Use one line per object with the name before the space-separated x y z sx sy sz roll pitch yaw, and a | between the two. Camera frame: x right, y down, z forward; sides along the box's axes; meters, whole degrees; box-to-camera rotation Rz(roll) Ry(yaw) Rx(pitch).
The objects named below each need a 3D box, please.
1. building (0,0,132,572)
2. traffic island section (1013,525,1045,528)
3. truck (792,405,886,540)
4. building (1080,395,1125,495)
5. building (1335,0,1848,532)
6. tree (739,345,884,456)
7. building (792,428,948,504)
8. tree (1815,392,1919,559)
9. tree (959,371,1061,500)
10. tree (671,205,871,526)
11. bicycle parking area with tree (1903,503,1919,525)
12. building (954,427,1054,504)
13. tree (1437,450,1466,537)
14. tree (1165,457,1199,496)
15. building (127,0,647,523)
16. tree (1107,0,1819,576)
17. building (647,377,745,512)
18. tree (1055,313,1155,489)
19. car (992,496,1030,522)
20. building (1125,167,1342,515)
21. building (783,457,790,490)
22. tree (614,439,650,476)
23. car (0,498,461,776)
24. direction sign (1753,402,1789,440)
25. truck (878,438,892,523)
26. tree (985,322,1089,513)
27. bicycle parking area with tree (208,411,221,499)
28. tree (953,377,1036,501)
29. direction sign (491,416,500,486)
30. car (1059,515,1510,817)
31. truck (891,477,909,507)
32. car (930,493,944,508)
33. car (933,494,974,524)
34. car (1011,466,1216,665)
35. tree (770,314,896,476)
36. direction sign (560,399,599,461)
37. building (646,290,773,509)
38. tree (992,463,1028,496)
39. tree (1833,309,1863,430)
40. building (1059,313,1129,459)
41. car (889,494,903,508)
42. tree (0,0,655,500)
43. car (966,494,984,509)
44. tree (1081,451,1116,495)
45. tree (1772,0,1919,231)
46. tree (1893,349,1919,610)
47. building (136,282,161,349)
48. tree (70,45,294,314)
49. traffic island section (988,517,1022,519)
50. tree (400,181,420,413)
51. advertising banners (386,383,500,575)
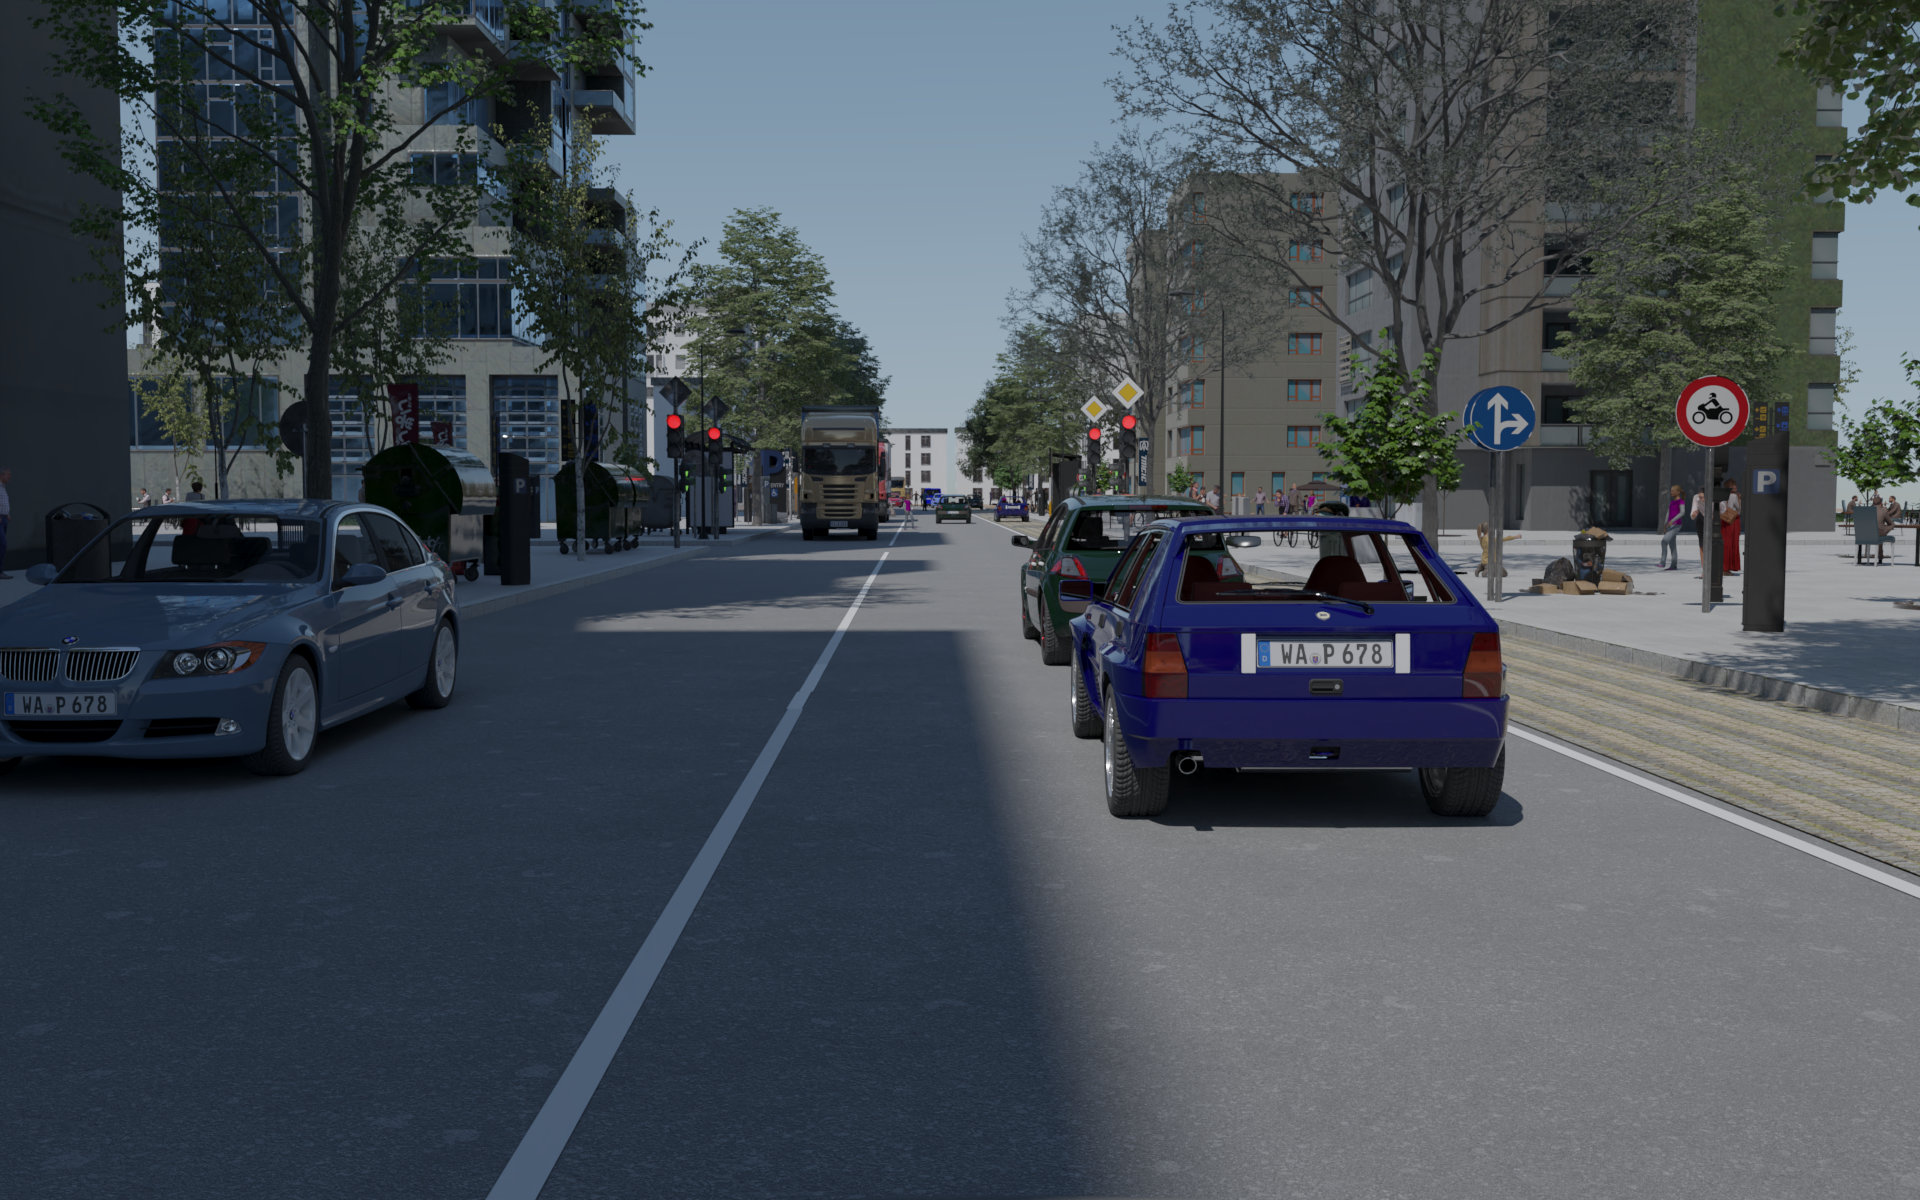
building | -26.197 -24.303 21.060 21.600 48.544 21.300 0 4 -1
traffic island section | 3.259 -3.136 74.134 1.991 0.108 1.994 0 4 -1
truck | -3.900 -4.170 57.093 2.839 4.237 11.283 0 4 -3
building | 15.929 -12.527 146.969 9.099 9.664 28.070 0 4 -1
building | 22.616 -23.279 64.200 14.086 41.232 14.154 0 4 -1
tree | -8.989 -10.272 102.356 8.767 10.594 7.601 -2 4 -28
building | -15.605 -17.056 221.013 28.070 9.664 9.099 0 4 -1
tree | 18.340 -2.453 34.712 1.663 3.219 1.824 0 3 0
tree | 4.614 -12.083 131.976 7.601 10.594 8.767 -3 5 -40
tree | -7.677 -9.207 68.661 7.486 12.596 7.792 0 3 0
bicycle parking area with tree | 40.282 -4.907 67.226 8.231 4.147 9.016 2 4 24
building | 13.327 -17.111 221.912 28.070 9.664 9.099 0 4 -1
tree | 14.703 -3.538 52.456 1.663 3.219 1.824 0 3 0
tree | 11.462 -5.884 90.807 1.663 3.219 1.824 0 3 0
building | -28.073 -47.460 88.646 22.319 86.520 31.000 0 4 -1
tree | 7.408 -7.153 27.317 12.009 13.543 11.850 0 3 0
building | -21.686 -12.004 138.408 9.099 9.664 28.070 0 4 -1
tree | 5.683 -7.369 70.840 4.360 8.622 3.978 0 3 0
car | 2.635 -4.681 89.119 1.945 1.354 3.894 0 4 -1
building | 25.822 -16.092 108.138 27.650 21.520 28.899 0 4 -1
building | -33.044 -15.059 188.354 28.070 9.664 9.099 0 4 -1
tree | -11.742 -4.047 60.762 1.663 3.219 1.824 0 3 0
car | -4.271 0.103 10.311 2.014 1.417 4.499 0 4 -1
direction sign | 19.937 -3.098 42.656 0.876 3.537 0.379 0 4 -1
truck | -4.888 -6.151 89.490 2.839 4.237 11.283 0 4 -1
tree | 5.335 -12.033 114.862 7.486 12.596 7.792 0 3 0
bicycle parking area with tree | -28.143 -4.398 58.912 8.231 4.147 9.016 -1 4 -15
tree | 3.929 -15.258 166.468 9.611 12.733 9.660 0 3 0
direction sign | -13.543 -3.585 50.612 0.379 3.537 0.876 0 4 -1
car | 1.517 0.217 9.039 1.945 1.354 3.894 0 4 0
truck | -7.436 -12.038 192.746 3.469 3.379 9.791 0 4 -3
car | -2.043 -10.123 175.109 1.945 1.707 3.694 0 4 -3
car | -0.307 -4.577 84.626 2.009 1.686 4.222 0 4 1
car | 1.504 -0.375 15.921 2.009 1.686 4.222 0 4 -1
tree | -9.415 -13.320 124.441 9.857 13.997 8.962 0 3 0
direction sign | -9.097 -3.027 41.489 0.876 3.537 0.379 0 4 -8
building | -25.825 -18.426 157.687 16.016 20.091 11.380 0 4 -1
tree | 4.569 -10.661 158.022 4.285 4.588 4.351 0 3 0
tree | 32.580 -7.119 66.765 4.737 8.622 4.395 0 3 0
building | 19.783 -19.026 177.527 16.747 18.905 31.486 0 4 -1
car | -6.926 -10.348 178.226 2.155 1.783 4.494 0 4 -2
tree | -6.842 -5.676 18.557 9.928 11.665 9.643 0 3 0
car | 1.202 -8.869 154.793 2.009 1.686 4.222 0 4 -1
tree | 6.257 -5.095 77.905 1.663 3.219 1.824 0 3 0
tree | 6.891 -5.498 8.021 7.486 12.596 7.792 0 3 0
tree | 11.140 -1.513 19.335 1.663 3.219 1.824 0 3 0
building | -63.173 -20.404 177.581 32.646 21.610 27.936 0 4 -1
tree | -12.376 -4.798 28.810 4.737 8.622 4.395 0 3 0
traffic island section | 2.646 -4.783 101.071 1.991 0.108 1.994 0 4 -1
tree | -12.656 -5.330 37.503 4.737 8.622 4.395 0 3 0
advertising banners | -8.002 -1.901 27.269 2.074 3.025 0.090 0 4 5
